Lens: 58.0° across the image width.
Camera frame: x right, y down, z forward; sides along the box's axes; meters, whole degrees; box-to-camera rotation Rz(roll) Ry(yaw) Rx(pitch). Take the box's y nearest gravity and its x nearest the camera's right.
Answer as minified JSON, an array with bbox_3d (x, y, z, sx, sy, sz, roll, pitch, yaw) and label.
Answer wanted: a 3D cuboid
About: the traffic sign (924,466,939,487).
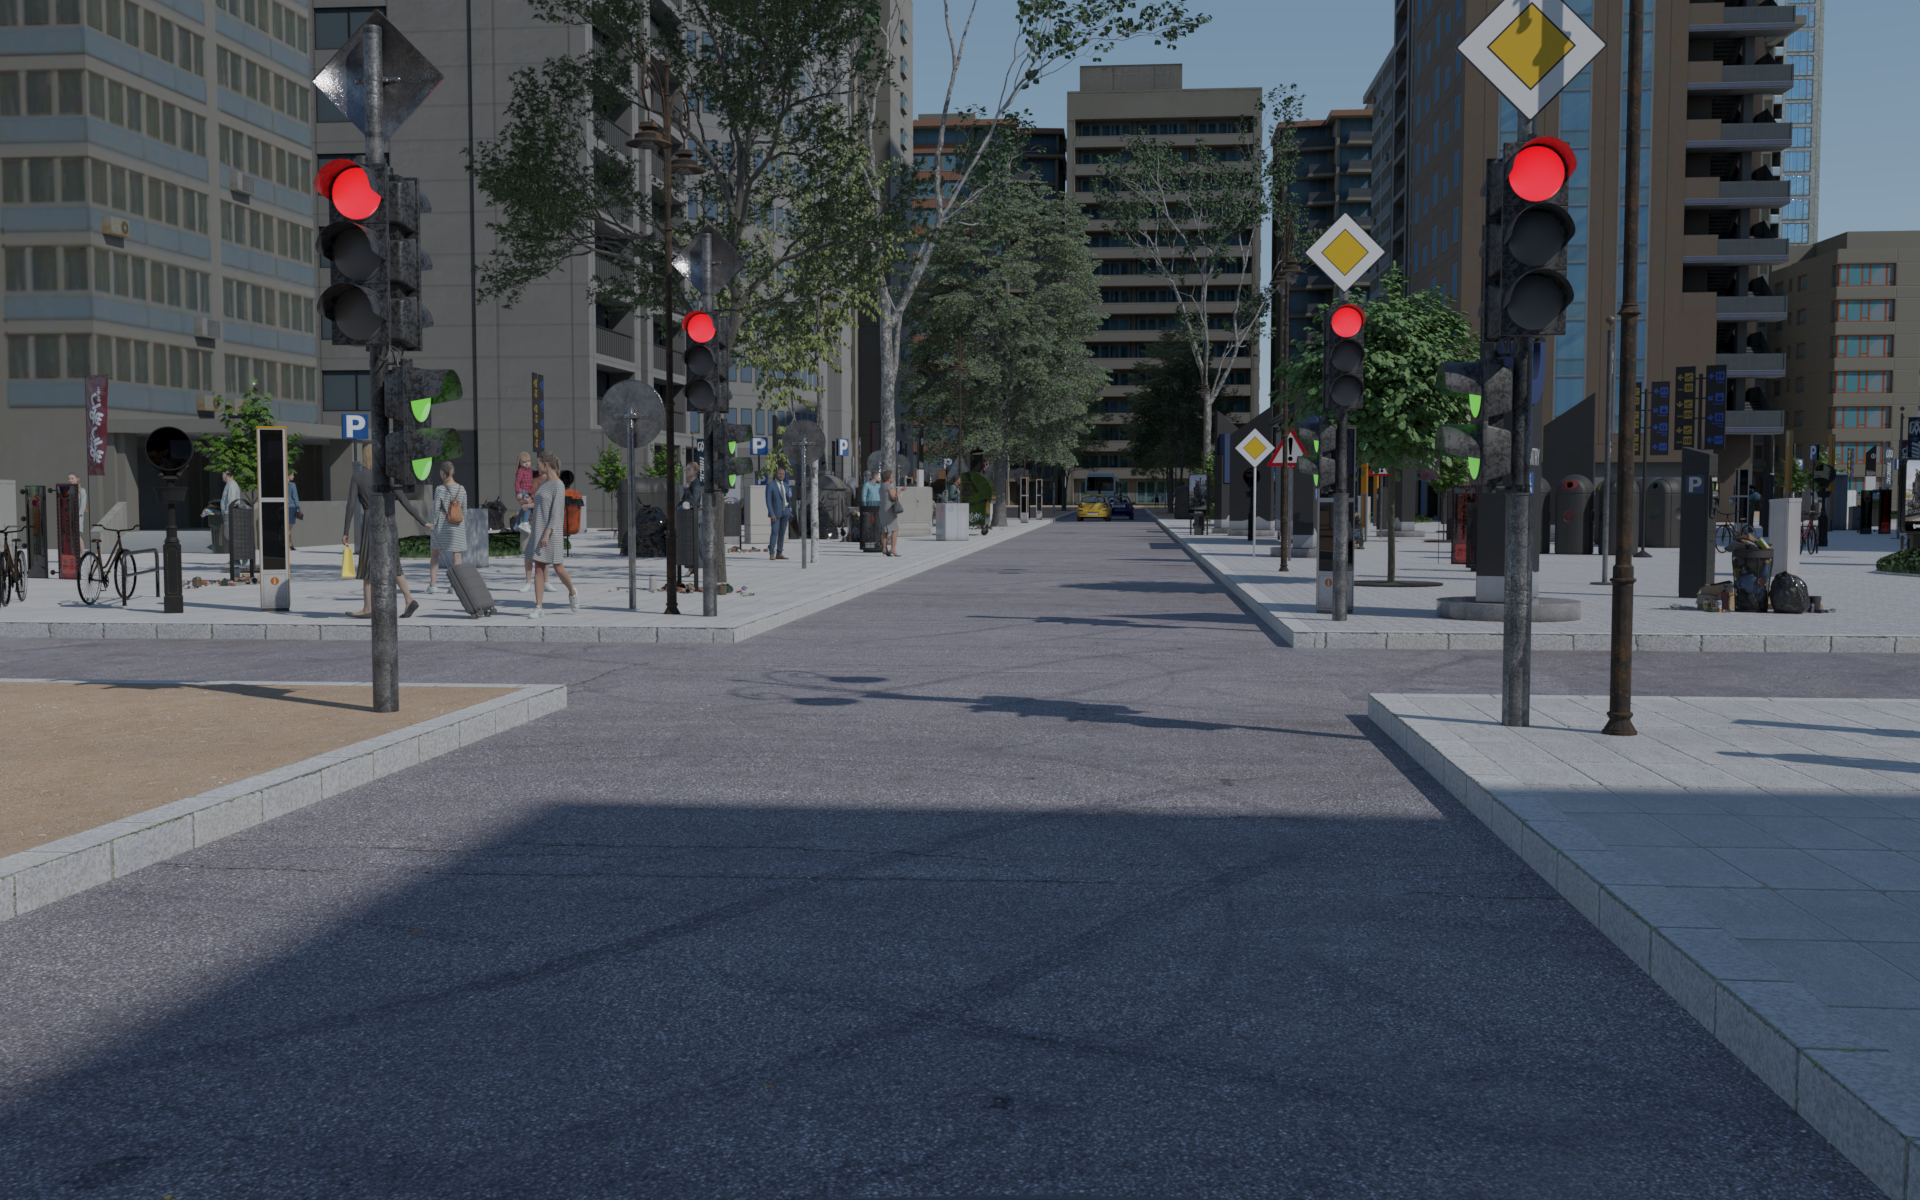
[{"bbox_3d":[-1.356,-4.825,78.993,0.768,2.556,0.104,1,4,11],"label":"traffic sign"}]

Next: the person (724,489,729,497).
[{"bbox_3d":[-7.343,-2.860,53.052,0.600,1.795,0.529,-1,4,-17],"label":"person"}]

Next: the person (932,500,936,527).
[{"bbox_3d":[-1.126,-3.292,64.144,0.475,1.303,0.640,-1,4,-22],"label":"person"}]

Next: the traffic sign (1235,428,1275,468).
[{"bbox_3d":[5.901,-2.131,34.579,0.795,2.593,0.064,1,4,11],"label":"traffic sign"}]

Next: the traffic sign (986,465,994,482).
[{"bbox_3d":[1.444,-4.556,74.599,0.768,2.556,0.104,0,4,6],"label":"traffic sign"}]

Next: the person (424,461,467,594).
[{"bbox_3d":[-6.560,-0.929,22.230,0.522,1.701,0.512,3,5,44],"label":"person"}]

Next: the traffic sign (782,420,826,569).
[{"bbox_3d":[-2.682,-1.811,29.713,0.768,2.556,0.104,0,4,6],"label":"traffic sign"}]

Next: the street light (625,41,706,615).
[{"bbox_3d":[-3.079,-2.786,18.336,0.468,5.910,1.993,0,4,5],"label":"street light"}]

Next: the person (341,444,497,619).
[{"bbox_3d":[-5.618,-0.705,17.785,1.509,1.804,0.699,0,4,7],"label":"person"}]

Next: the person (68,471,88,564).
[{"bbox_3d":[-16.411,-1.534,32.121,0.512,1.701,0.522,0,4,8],"label":"person"}]

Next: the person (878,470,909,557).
[{"bbox_3d":[-1.344,-1.779,35.483,0.532,1.782,0.716,-2,4,-32],"label":"person"}]

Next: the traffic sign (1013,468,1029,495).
[{"bbox_3d":[2.949,-5.123,83.864,0.768,2.556,0.104,1,4,15],"label":"traffic sign"}]

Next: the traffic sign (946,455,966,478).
[{"bbox_3d":[-0.024,-3.444,56.307,0.884,2.594,0.081,1,4,13],"label":"traffic sign"}]

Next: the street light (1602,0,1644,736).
[{"bbox_3d":[3.528,-2.220,9.086,0.468,5.910,1.993,0,4,5],"label":"street light"}]

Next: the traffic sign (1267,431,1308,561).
[{"bbox_3d":[6.310,-2.025,33.121,0.884,2.594,0.081,1,4,9],"label":"traffic sign"}]

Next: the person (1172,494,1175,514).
[{"bbox_3d":[14.326,-6.521,113.219,0.990,1.755,0.434,1,4,19],"label":"person"}]

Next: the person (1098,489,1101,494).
[{"bbox_3d":[10.832,-7.744,135.072,0.705,1.831,1.348,2,4,29],"label":"person"}]

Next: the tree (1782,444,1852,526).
[{"bbox_3d":[33.598,-4.467,67.639,1.663,3.219,1.824,0,3,0],"label":"tree"}]

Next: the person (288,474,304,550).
[{"bbox_3d":[-15.209,-2.022,39.125,0.581,1.822,0.654,2,4,26],"label":"person"}]

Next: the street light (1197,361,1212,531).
[{"bbox_3d":[8.478,-5.345,60.182,0.468,5.910,1.993,0,4,5],"label":"street light"}]

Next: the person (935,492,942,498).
[{"bbox_3d":[-1.560,-7.899,138.383,0.799,1.438,0.628,-1,4,-23],"label":"person"}]

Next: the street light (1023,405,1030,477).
[{"bbox_3d":[3.044,-6.660,81.686,0.468,5.910,1.993,0,4,5],"label":"street light"}]

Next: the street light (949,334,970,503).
[{"bbox_3d":[-0.004,-4.722,49.998,0.468,5.910,1.993,0,4,5],"label":"street light"}]

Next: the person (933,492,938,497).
[{"bbox_3d":[-2.625,-9.332,159.346,1.217,1.736,0.721,0,4,-7],"label":"person"}]

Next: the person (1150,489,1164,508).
[{"bbox_3d":[17.941,-9.230,157.738,1.217,1.735,0.721,0,4,2],"label":"person"}]

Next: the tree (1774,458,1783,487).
[{"bbox_3d":[38.406,-5.202,79.659,1.663,3.219,1.824,0,3,0],"label":"tree"}]

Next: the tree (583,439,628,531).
[{"bbox_3d":[-12.167,-3.989,59.817,1.663,3.219,1.824,0,3,0],"label":"tree"}]

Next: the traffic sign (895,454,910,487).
[{"bbox_3d":[-1.971,-3.380,55.377,0.768,2.556,0.104,0,4,8],"label":"traffic sign"}]

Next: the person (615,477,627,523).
[{"bbox_3d":[-10.942,-3.085,56.448,0.622,1.834,0.822,0,4,-6],"label":"person"}]

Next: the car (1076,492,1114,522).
[{"bbox_3d":[7.083,-4.950,91.160,2.015,1.641,3.980,0,4,7],"label":"car"}]

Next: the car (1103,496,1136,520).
[{"bbox_3d":[8.916,-5.193,97.480,1.945,1.354,3.894,0,4,5],"label":"car"}]

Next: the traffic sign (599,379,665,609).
[{"bbox_3d":[-3.661,-1.173,19.290,0.768,2.556,0.104,1,4,10],"label":"traffic sign"}]

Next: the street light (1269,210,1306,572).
[{"bbox_3d":[5.364,-3.409,28.523,0.468,5.910,1.993,0,4,5],"label":"street light"}]

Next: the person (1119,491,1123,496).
[{"bbox_3d":[15.514,-9.622,166.538,0.721,1.735,1.217,-3,5,-39],"label":"person"}]

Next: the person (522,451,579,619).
[{"bbox_3d":[-4.283,-0.692,18.106,0.466,1.731,0.760,1,4,17],"label":"person"}]

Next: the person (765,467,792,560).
[{"bbox_3d":[-3.565,-1.693,33.898,0.419,1.800,0.721,3,4,36],"label":"person"}]

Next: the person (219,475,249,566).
[{"bbox_3d":[-13.109,-1.513,31.265,0.515,1.767,0.782,-2,4,-23],"label":"person"}]

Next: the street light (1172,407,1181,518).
[{"bbox_3d":[11.454,-7.282,91.853,0.468,5.910,1.993,0,4,5],"label":"street light"}]

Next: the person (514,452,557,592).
[{"bbox_3d":[-5.583,-1.018,22.663,0.580,1.828,0.573,-3,5,-44],"label":"person"}]

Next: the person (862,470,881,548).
[{"bbox_3d":[-2.069,-2.157,41.173,0.638,1.841,0.748,-1,4,-22],"label":"person"}]

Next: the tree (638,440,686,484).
[{"bbox_3d":[-10.726,-4.126,62.061,1.663,3.219,1.824,0,3,0],"label":"tree"}]

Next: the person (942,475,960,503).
[{"bbox_3d":[-0.124,-2.611,48.725,0.713,1.824,0.794,1,4,23],"label":"person"}]

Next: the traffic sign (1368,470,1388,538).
[{"bbox_3d":[12.318,-3.096,50.625,0.884,2.594,0.081,0,4,6],"label":"traffic sign"}]

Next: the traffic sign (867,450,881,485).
[{"bbox_3d":[-2.349,-3.081,50.475,0.768,2.556,0.104,1,4,13],"label":"traffic sign"}]

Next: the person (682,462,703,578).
[{"bbox_3d":[-4.068,-1.236,26.678,0.534,1.772,0.576,-3,4,-38],"label":"person"}]

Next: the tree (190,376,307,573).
[{"bbox_3d":[-11.502,-2.070,28.444,1.663,3.219,1.824,0,3,0],"label":"tree"}]

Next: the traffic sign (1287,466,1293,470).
[{"bbox_3d":[7.480,-2.313,37.819,0.884,2.594,0.081,1,4,14],"label":"traffic sign"}]
